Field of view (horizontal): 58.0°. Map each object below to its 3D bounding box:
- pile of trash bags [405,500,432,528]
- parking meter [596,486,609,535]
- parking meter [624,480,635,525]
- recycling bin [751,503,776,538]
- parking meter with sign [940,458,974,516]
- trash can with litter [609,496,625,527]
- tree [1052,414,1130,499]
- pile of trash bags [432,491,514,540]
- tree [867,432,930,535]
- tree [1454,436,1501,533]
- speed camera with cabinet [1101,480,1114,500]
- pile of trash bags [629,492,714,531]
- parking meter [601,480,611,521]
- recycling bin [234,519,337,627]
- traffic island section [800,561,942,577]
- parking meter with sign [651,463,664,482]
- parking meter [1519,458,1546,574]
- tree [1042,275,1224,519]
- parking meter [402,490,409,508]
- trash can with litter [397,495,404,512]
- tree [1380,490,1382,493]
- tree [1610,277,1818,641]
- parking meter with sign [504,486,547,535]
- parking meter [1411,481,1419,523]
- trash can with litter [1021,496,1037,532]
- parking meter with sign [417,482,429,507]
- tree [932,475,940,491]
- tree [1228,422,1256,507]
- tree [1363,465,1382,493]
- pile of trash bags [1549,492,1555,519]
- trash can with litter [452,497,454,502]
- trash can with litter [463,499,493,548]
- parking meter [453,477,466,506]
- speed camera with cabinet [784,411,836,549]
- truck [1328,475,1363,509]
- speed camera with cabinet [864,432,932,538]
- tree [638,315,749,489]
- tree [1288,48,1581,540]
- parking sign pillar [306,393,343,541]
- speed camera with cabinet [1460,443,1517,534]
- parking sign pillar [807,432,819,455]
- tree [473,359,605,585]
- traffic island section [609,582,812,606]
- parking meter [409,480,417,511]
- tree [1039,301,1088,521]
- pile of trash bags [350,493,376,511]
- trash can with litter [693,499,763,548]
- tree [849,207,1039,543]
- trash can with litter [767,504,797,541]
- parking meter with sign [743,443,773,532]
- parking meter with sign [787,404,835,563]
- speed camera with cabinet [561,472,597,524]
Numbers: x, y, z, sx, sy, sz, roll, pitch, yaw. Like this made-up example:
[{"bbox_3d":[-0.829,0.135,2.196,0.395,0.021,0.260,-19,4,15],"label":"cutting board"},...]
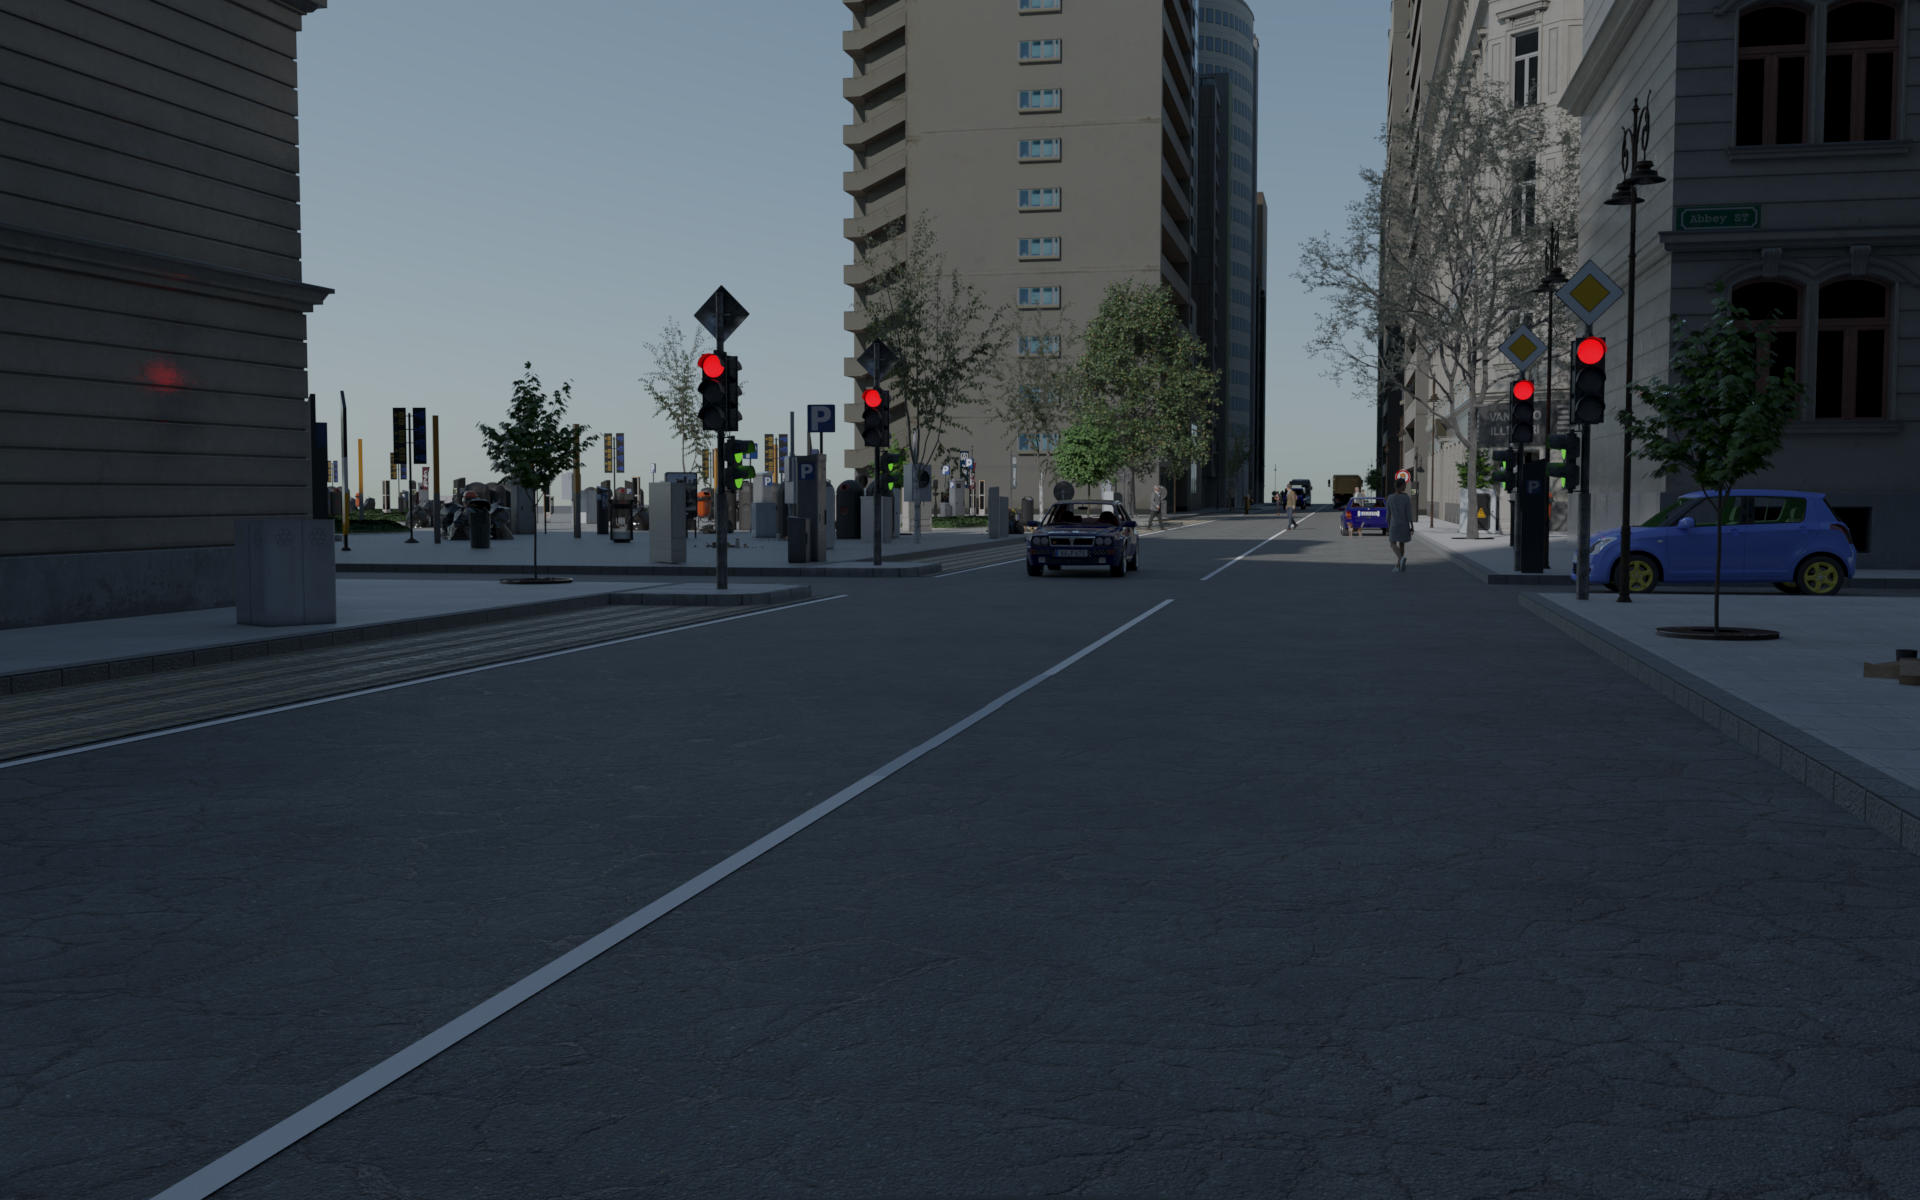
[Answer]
[{"bbox_3d":[-19.704,-3.480,66.650,1.912,1.369,3.447,1,4,20],"label":"pile of trash bags"},{"bbox_3d":[-11.365,-2.854,55.069,0.372,1.533,0.369,0,3,0],"label":"parking meter"},{"bbox_3d":[-13.749,-4.061,72.115,0.399,1.863,0.255,0,4,-4],"label":"parking meter"},{"bbox_3d":[-5.736,-2.356,51.079,0.722,1.027,0.722,-1,4,-17],"label":"recycling bin"},{"bbox_3d":[-0.161,-5.371,84.070,1.738,3.016,0.543,-3,5,-40],"label":"parking meter with sign"},{"bbox_3d":[-13.688,-3.467,67.737,1.678,1.210,2.233,0,4,5],"label":"trash can with litter"},{"bbox_3d":[5.294,-5.348,71.157,4.285,4.588,4.351,0,3,0],"label":"tree"},{"bbox_3d":[-13.925,-2.441,49.660,1.912,1.369,3.447,-1,4,-21],"label":"pile of trash bags"},{"bbox_3d":[-2.153,-3.652,54.304,1.663,3.219,1.824,0,3,0],"label":"tree"},{"bbox_3d":[17.238,-3.846,57.488,1.663,3.219,1.824,0,3,0],"label":"tree"},{"bbox_3d":[8.924,-6.757,104.811,0.660,3.252,2.038,0,4,-1],"label":"speed camera with cabinet"},{"bbox_3d":[-10.123,-3.175,61.659,1.912,1.369,3.447,2,4,35],"label":"pile of trash bags"},{"bbox_3d":[-14.637,-4.027,71.552,0.399,1.863,0.255,3,4,37],"label":"parking meter"},{"bbox_3d":[-6.668,-0.279,17.122,0.722,1.027,0.722,3,5,43],"label":"recycling bin"},{"bbox_3d":[-1.507,-0.549,31.253,2.009,0.180,2.903,1,4,12],"label":"traffic island section"},{"bbox_3d":[-16.698,-6.268,98.744,1.738,3.016,0.543,-2,4,-33],"label":"parking meter with sign"},{"bbox_3d":[9.265,-1.367,28.066,0.399,1.863,0.255,1,4,16],"label":"parking meter"},{"bbox_3d":[9.060,-10.626,90.735,9.611,12.733,9.660,0,3,0],"label":"tree"},{"bbox_3d":[-33.876,-5.959,105.845,0.372,1.533,0.369,0,3,0],"label":"parking meter"},{"bbox_3d":[-29.306,-4.822,89.905,1.678,1.210,2.233,1,4,11],"label":"trash can with litter"},{"bbox_3d":[47.257,-12.130,192.924,1.663,3.219,1.824,0,3,0],"label":"tree"},{"bbox_3d":[6.711,-1.285,15.608,1.663,3.219,1.824,0,3,0],"label":"tree"},{"bbox_3d":[-13.899,-3.592,54.991,0.543,3.016,1.738,3,5,44],"label":"parking meter with sign"},{"bbox_3d":[20.532,-4.434,78.203,0.255,1.863,0.399,2,4,34],"label":"parking meter"},{"bbox_3d":[1.945,-2.932,58.993,2.233,1.210,1.678,-3,5,-41],"label":"trash can with litter"},{"bbox_3d":[-35.060,-7.143,113.041,1.738,3.016,0.543,-2,4,-23],"label":"parking meter with sign"},{"bbox_3d":[-2.149,-6.042,93.386,1.663,3.219,1.824,0,3,0],"label":"tree"},{"bbox_3d":[27.677,-13.717,174.635,4.737,8.622,4.395,0,3,0],"label":"tree"},{"bbox_3d":[45.661,-12.589,189.540,4.285,4.588,4.351,0,3,0],"label":"tree"},{"bbox_3d":[17.911,-2.430,49.478,1.912,1.369,3.447,-3,5,-42],"label":"pile of trash bags"},{"bbox_3d":[-26.196,-4.941,91.840,1.678,1.210,2.233,-1,4,-13],"label":"trash can with litter"},{"bbox_3d":[-11.412,-1.814,41.043,0.624,1.170,1.055,-1,4,-11],"label":"trash can with litter"},{"bbox_3d":[-17.491,-3.354,60.542,0.255,1.863,0.399,3,4,37],"label":"parking meter"},{"bbox_3d":[-3.566,-2.852,40.973,0.660,3.252,2.038,-2,4,-24],"label":"speed camera with cabinet"},{"bbox_3d":[38.042,-10.679,170.527,3.469,3.379,9.791,1,4,11],"label":"truck"},{"bbox_3d":[-1.853,-3.474,51.135,2.038,3.252,0.660,-2,4,-30],"label":"speed camera with cabinet"},{"bbox_3d":[-11.205,-7.444,72.076,4.360,8.622,3.978,0,3,0],"label":"tree"},{"bbox_3d":[14.406,-8.464,48.763,12.009,13.543,11.850,0,3,0],"label":"tree"},{"bbox_3d":[-17.600,-3.587,47.114,1.447,3.967,1.447,-2,4,-35],"label":"parking sign pillar"},{"bbox_3d":[17.066,-3.732,55.346,2.038,3.252,0.660,-1,4,-9],"label":"speed camera with cabinet"},{"bbox_3d":[-6.352,-5.288,74.930,1.447,3.967,1.447,0,4,0],"label":"parking sign pillar"},{"bbox_3d":[-6.261,-1.861,25.026,1.663,3.219,1.824,0,3,0],"label":"tree"},{"bbox_3d":[-3.239,-0.072,23.457,2.009,0.180,2.903,1,4,12],"label":"traffic island section"},{"bbox_3d":[-23.062,-4.116,73.004,0.255,1.863,0.399,-2,4,-28],"label":"parking meter"},{"bbox_3d":[2.809,-6.887,62.957,4.360,8.622,3.978,0,3,0],"label":"tree"},{"bbox_3d":[-39.369,-6.357,113.689,1.912,1.369,3.447,-1,4,-17],"label":"pile of trash bags"},{"bbox_3d":[-5.634,-1.898,42.086,1.678,1.210,2.233,0,4,-7],"label":"trash can with litter"},{"bbox_3d":[-0.966,-5.764,44.599,4.360,8.622,3.978,0,3,0],"label":"tree"},{"bbox_3d":[-4.379,-2.221,47.369,1.678,1.210,2.233,-3,4,-37],"label":"trash can with litter"},{"bbox_3d":[-6.674,-3.807,58.507,0.543,3.016,1.738,-3,4,-36],"label":"parking meter with sign"},{"bbox_3d":[-2.848,-2.241,32.904,0.543,3.016,1.738,1,4,11],"label":"parking meter with sign"},{"bbox_3d":[-16.284,-4.899,74.439,0.660,3.252,2.038,2,4,24],"label":"speed camera with cabinet"}]
